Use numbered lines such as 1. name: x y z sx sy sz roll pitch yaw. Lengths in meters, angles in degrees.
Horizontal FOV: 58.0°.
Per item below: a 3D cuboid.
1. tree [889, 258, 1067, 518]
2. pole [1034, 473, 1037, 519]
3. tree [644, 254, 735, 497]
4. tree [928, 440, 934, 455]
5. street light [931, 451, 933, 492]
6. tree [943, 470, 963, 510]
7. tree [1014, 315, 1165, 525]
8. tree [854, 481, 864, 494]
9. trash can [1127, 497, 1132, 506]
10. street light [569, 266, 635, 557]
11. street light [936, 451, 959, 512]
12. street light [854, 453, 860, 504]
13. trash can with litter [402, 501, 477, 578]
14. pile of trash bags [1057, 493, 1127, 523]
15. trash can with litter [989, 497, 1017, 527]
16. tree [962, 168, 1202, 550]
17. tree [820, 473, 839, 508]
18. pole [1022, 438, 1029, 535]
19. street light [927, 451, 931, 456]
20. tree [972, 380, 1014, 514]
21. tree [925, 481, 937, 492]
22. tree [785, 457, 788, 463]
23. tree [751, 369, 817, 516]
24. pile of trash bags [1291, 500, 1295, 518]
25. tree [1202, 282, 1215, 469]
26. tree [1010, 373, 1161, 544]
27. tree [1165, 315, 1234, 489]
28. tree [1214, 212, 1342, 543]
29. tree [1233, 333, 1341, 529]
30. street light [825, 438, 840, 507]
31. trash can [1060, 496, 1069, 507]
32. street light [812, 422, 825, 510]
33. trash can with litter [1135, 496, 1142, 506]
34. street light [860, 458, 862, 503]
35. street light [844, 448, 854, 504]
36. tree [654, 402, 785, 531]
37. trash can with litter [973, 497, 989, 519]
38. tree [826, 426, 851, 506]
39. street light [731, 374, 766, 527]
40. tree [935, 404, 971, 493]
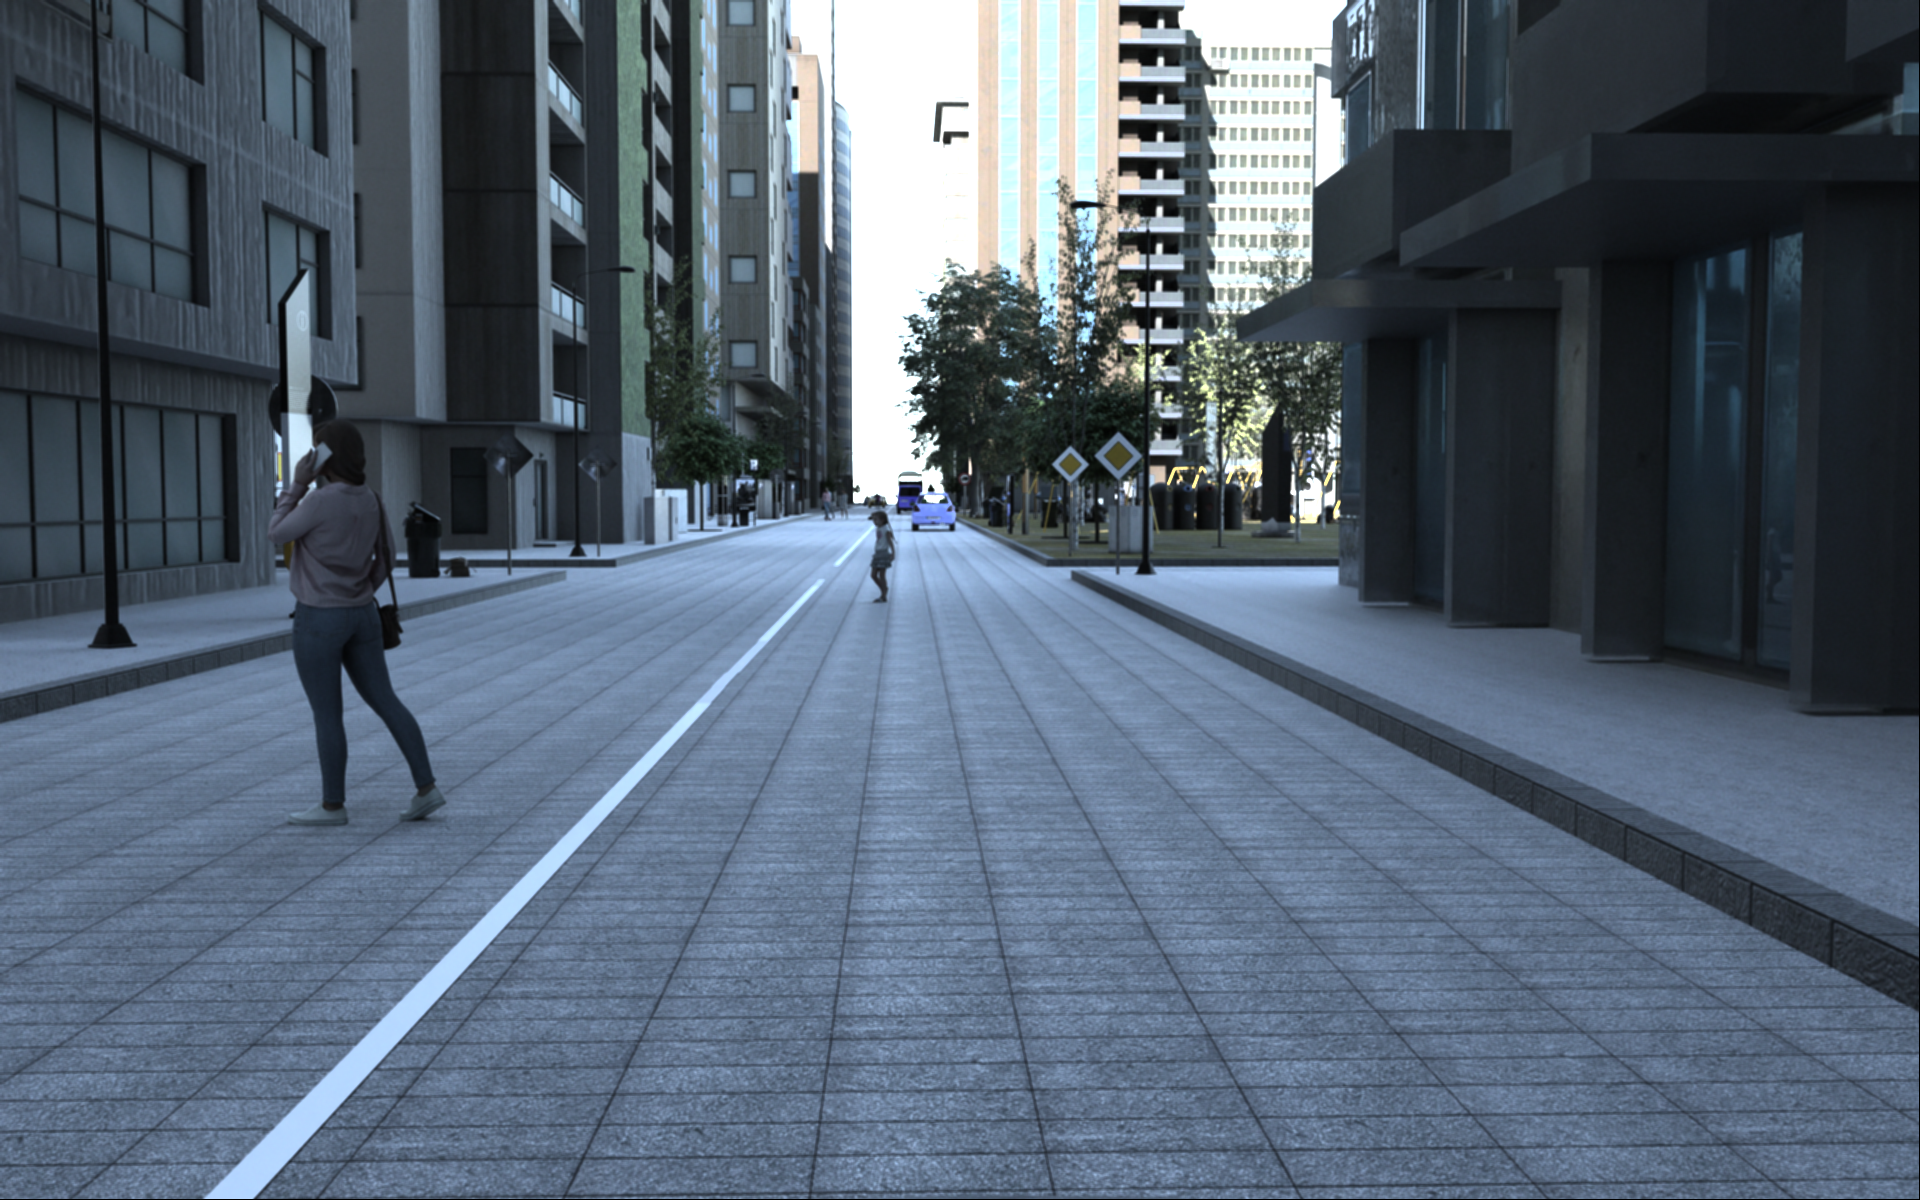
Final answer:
1. tree: 0.938 -11.476 94.282 9.857 13.997 8.962 0 3 0
2. pole: 3.891 -5.822 89.025 0.158 3.312 0.155 0 3 0
3. tree: -9.063 -6.238 52.354 4.737 8.622 4.395 0 3 0
4. tree: -1.704 -15.004 195.672 4.737 8.622 4.395 0 3 0
5. street light: -1.640 -11.142 154.717 1.470 5.913 1.316 0 4 -2
6. tree: -0.593 -8.914 140.342 1.663 3.219 1.824 0 3 0
7. tree: 5.206 -7.354 70.607 4.737 8.622 4.395 0 3 0
8. tree: -14.579 -15.506 248.130 1.663 3.219 1.824 0 3 0
9. trash can: 8.839 -4.875 91.355 0.748 1.137 0.748 0 3 0
10. street light: -7.311 -3.846 35.425 1.470 5.913 1.316 0 4 -2
11. street light: -0.767 -9.230 123.459 1.470 5.913 1.316 0 4 -2
12. street light: -12.331 -13.591 194.759 1.470 5.913 1.316 0 4 -2
13. trash can with litter: -8.058 -0.943 26.811 1.055 1.170 0.624 -1 4 -23
14. pile of trash bags: 6.067 -4.203 78.472 3.447 1.369 1.912 -2 4 -26
15. trash can with litter: 1.821 -3.613 70.457 0.624 1.170 1.055 -2 4 -28
16. tree: 2.475 -5.445 39.388 4.360 8.622 3.978 0 3 0
17. tree: -11.960 -10.102 159.772 1.663 3.219 1.824 0 3 0
18. pole: 2.075 -3.725 54.747 0.158 3.312 0.155 0 3 0
19. street light: -2.792 -13.101 186.736 1.470 5.913 1.316 0 4 -2
20. tree: 3.800 -9.427 104.495 4.737 8.622 4.395 0 3 0
21. tree: -4.569 -16.440 263.397 1.663 3.219 1.824 0 3 0
22. tree: -10.677 -6.575 91.208 4.285 4.588 4.351 0 3 0
23. tree: -10.419 -9.250 101.593 4.360 8.622 3.978 0 3 0
24. pile of trash bags: 16.230 -5.074 92.707 3.447 1.369 1.912 -2 4 -32
25. tree: 8.747 -6.595 58.189 4.360 8.622 3.978 0 3 0
26. tree: 3.150 -4.073 50.301 4.285 4.588 4.351 0 3 0
27. tree: 11.093 -7.469 72.478 4.737 8.622 4.395 0 3 0
28. tree: 8.883 -5.796 45.128 4.360 8.622 3.978 0 3 0
29. tree: 13.298 -6.973 64.371 4.737 8.622 4.395 0 3 0
30. street light: -10.760 -10.415 142.831 1.470 5.913 1.316 0 4 -2
31. trash can: 6.521 -5.921 108.457 0.748 1.137 0.748 0 3 0
32. street light: -9.655 -8.529 111.995 1.470 5.913 1.316 0 4 -2
33. trash can with litter: 9.504 -5.020 93.457 0.624 1.170 1.055 0 4 4
34. street light: -13.323 -15.478 225.598 1.470 5.913 1.316 0 4 -2
35. street light: -11.683 -12.302 173.673 1.470 5.913 1.316 0 4 -2
36. tree: -9.096 -4.687 60.339 4.285 4.588 4.351 0 3 0
37. trash can with litter: 1.214 -4.813 90.083 1.055 1.170 0.624 -1 4 -14
38. tree: -13.497 -14.447 186.572 4.360 8.622 3.978 0 3 0
39. street light: -8.189 -5.777 67.001 1.470 5.913 1.316 0 4 -2
40. tree: 1.610 -9.842 111.273 4.737 8.622 4.395 0 3 0
